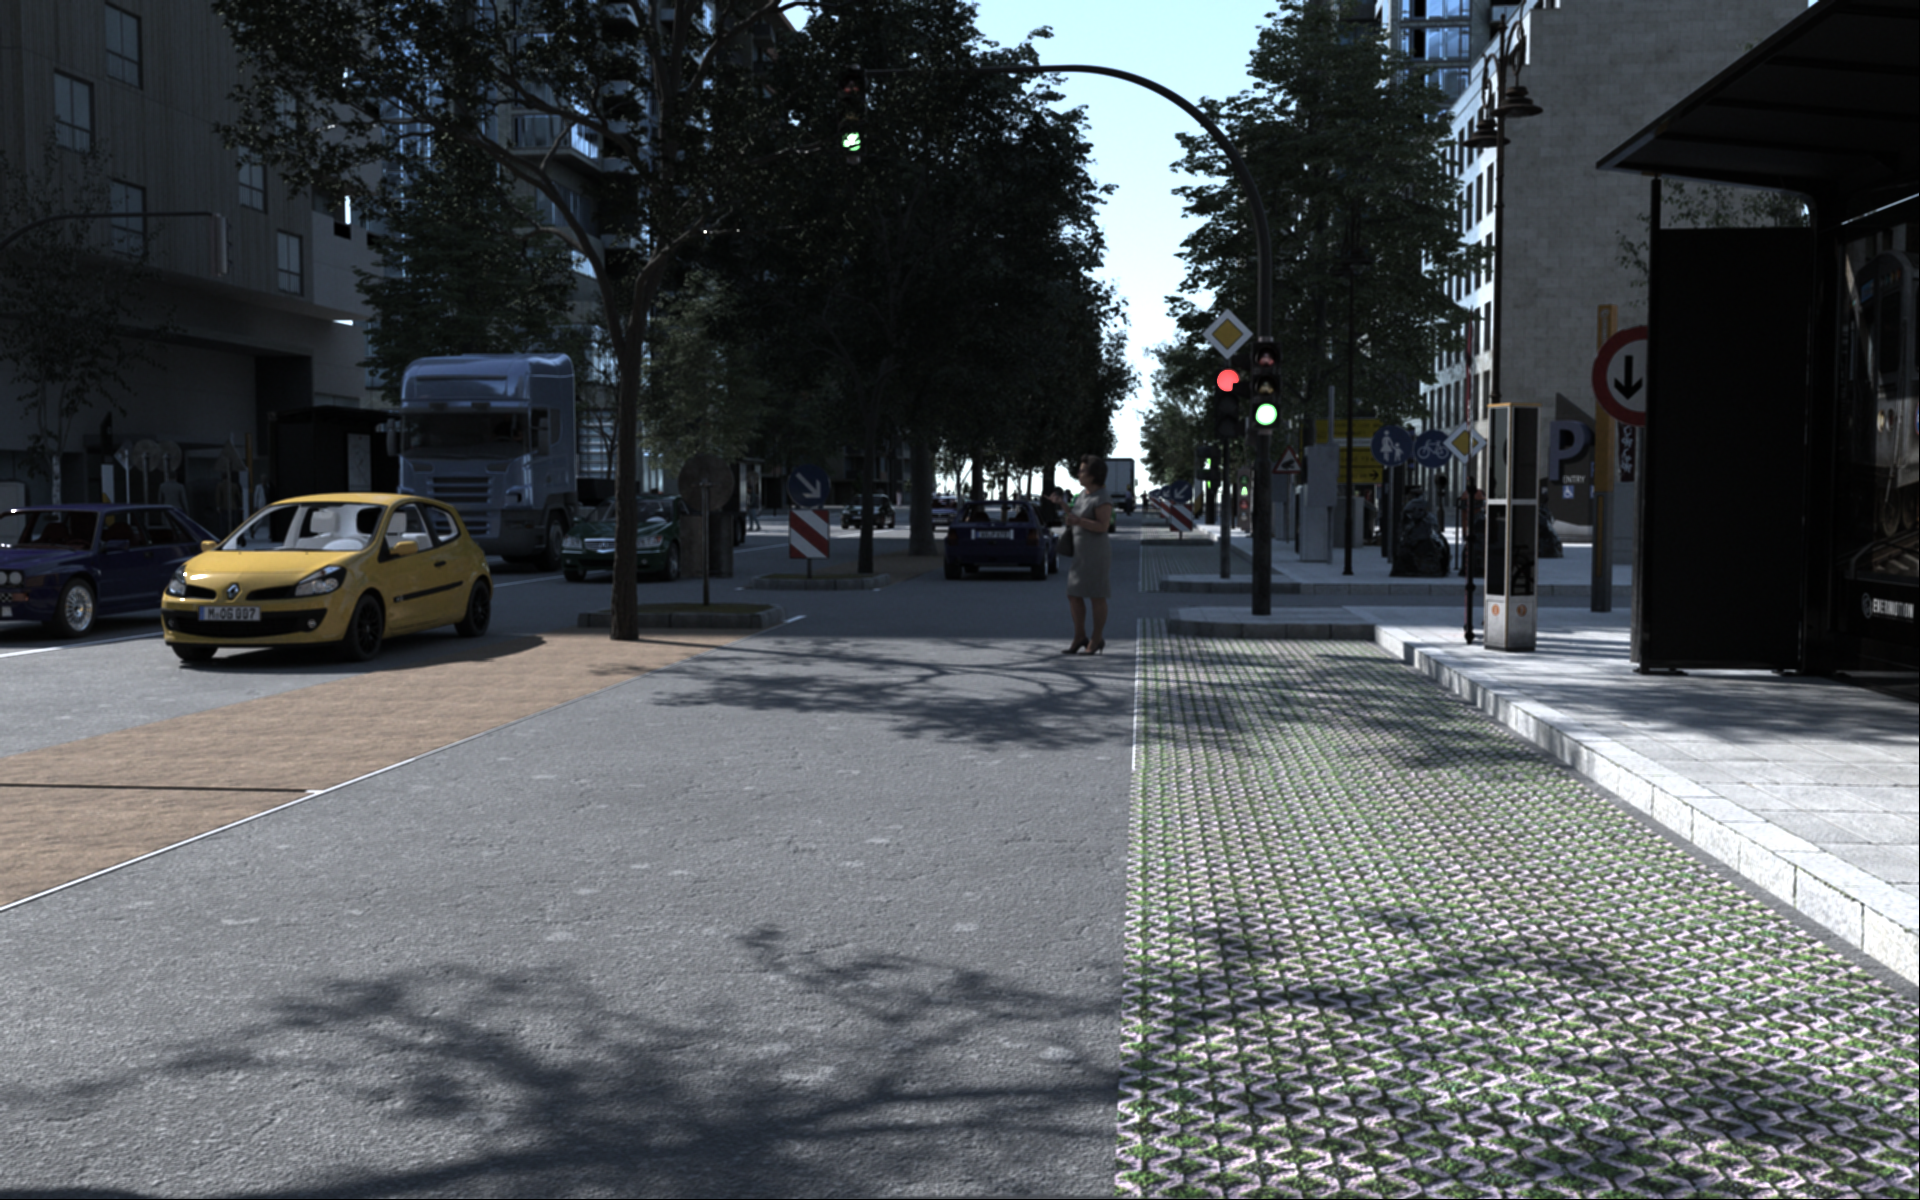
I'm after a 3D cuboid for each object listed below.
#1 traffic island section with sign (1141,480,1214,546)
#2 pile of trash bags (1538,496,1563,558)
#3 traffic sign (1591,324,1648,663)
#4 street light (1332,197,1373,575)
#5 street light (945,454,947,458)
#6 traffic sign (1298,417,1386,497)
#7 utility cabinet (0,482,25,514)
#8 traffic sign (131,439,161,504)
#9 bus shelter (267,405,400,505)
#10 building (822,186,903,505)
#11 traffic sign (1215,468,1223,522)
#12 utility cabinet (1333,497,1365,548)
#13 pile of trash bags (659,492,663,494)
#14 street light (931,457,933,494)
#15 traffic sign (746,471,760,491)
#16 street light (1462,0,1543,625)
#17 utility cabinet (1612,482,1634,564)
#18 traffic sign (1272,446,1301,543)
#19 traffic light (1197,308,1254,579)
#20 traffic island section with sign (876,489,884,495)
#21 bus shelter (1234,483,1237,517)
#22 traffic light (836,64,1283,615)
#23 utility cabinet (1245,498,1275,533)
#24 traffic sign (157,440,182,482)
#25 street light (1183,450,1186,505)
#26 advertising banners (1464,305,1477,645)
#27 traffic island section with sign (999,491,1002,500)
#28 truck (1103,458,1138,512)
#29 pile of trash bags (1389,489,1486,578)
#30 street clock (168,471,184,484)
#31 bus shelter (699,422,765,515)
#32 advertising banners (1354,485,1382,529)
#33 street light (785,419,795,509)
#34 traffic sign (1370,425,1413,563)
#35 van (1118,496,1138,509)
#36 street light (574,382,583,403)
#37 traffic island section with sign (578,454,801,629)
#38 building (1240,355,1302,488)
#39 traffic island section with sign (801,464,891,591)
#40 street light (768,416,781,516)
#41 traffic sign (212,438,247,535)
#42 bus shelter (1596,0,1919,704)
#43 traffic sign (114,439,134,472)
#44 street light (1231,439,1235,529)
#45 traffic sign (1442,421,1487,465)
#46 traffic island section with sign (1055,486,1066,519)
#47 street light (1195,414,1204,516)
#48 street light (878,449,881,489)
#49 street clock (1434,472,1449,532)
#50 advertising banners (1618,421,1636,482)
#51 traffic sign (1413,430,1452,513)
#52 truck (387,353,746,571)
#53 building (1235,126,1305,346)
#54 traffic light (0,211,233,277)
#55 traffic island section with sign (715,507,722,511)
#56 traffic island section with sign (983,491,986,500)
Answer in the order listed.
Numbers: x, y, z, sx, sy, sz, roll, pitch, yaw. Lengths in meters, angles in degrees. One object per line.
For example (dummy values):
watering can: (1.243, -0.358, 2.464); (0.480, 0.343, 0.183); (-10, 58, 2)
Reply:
traffic island section with sign: (6.084, -2.446, 48.627); (1.989, 1.847, 2.006); (0, 4, 6)
pile of trash bags: (11.983, -1.571, 35.435); (3.447, 1.369, 1.912); (2, 4, 27)
traffic sign: (5.148, -0.796, 13.117); (0.768, 2.556, 0.104); (0, 4, 8)
street light: (6.161, -3.336, 27.327); (0.468, 5.910, 1.993); (0, 4, 6)
street light: (-1.520, -13.143, 187.669); (0.468, 5.910, 1.993); (0, 4, 6)
traffic sign: (10.143, -3.195, 46.111); (2.265, 3.308, 0.079); (1, 4, 10)
utility cabinet: (-18.241, -1.462, 32.580); (1.173, 1.500, 0.318); (0, 4, -3)
traffic sign: (-18.772, -2.436, 39.941); (0.768, 2.556, 0.104); (1, 4, 12)
bus shelter: (-17.217, -3.521, 48.850); (1.731, 3.624, 6.357); (0, 4, 6)
building: (-18.999, -34.044, 211.243); (22.147, 44.769, 28.867); (0, 4, 6)
traffic sign: (11.966, -4.935, 80.794); (0.768, 2.556, 0.104); (1, 4, 10)
utility cabinet: (9.246, -1.853, 41.461); (0.306, 1.237, 1.020); (-1, 4, -22)
pile of trash bags: (-14.385, -4.553, 84.189); (1.912, 1.369, 3.447); (-1, 4, -19)
street light: (-2.791, -12.416, 175.787); (0.468, 5.910, 1.993); (0, 4, 6)
traffic sign: (-11.298, -5.767, 94.390); (0.768, 2.556, 0.104); (0, 4, 6)
street light: (5.223, -2.694, 16.841); (0.468, 5.910, 1.993); (0, 4, 6)
utility cabinet: (12.289, -1.397, 31.519); (1.173, 1.500, 0.318); (3, 5, 39)
traffic sign: (8.518, -2.748, 44.935); (0.884, 2.594, 0.081); (0, 4, 7)
traffic light: (4.021, -2.284, 26.269); (0.839, 4.253, 0.868); (0, 4, 6)
traffic island section with sign: (-5.912, -7.271, 127.514); (1.989, 1.847, 2.006); (0, 4, 6)
bus shelter: (15.454, -6.289, 94.110); (1.731, 3.624, 6.357); (0, 4, 6)
traffic light: (1.092, -2.675, 18.406); (4.771, 5.953, 1.251); (0, 4, 6)
utility cabinet: (9.914, -2.805, 57.021); (1.020, 1.237, 0.306); (1, 4, 14)
traffic sign: (-18.791, -2.504, 41.041); (0.768, 2.556, 0.104); (1, 4, 10)
street light: (18.267, -10.303, 141.244); (0.468, 5.910, 1.993); (0, 4, 6)
advertising banners: (4.594, -1.186, 15.583); (0.090, 3.025, 2.074); (1, 4, 16)
traffic island section with sign: (5.651, -13.962, 236.908); (1.989, 1.847, 2.006); (0, 4, 6)
truck: (12.799, -9.221, 139.676); (2.839, 4.237, 11.283); (0, 4, 7)
pile of trash bags: (8.075, -1.116, 27.992); (1.912, 1.369, 3.447); (2, 4, 24)
street clock: (-24.995, -3.100, 55.255); (0.471, 2.002, 0.358); (2, 4, 32)
bus shelter: (-13.100, -7.403, 98.671); (2.179, 5.291, 8.768); (0, 4, 6)
advertising banners: (15.009, -4.126, 63.650); (0.090, 3.025, 2.074); (-1, 4, -19)
street light: (-10.278, -8.085, 104.985); (0.468, 5.910, 1.993); (0, 4, 6)
traffic sign: (7.959, -1.951, 32.005); (0.768, 2.556, 0.104); (0, 4, 8)
van: (15.728, -9.525, 162.752); (2.013, 2.044, 4.112); (0, 4, 6)
street light: (-14.599, -5.656, 65.262); (0.468, 5.910, 1.993); (0, 4, 6)
traffic island section with sign: (-2.990, -0.685, 19.332); (2.006, 1.907, 1.989); (0, 4, 6)
building: (49.219, -22.659, 215.515); (27.650, 21.520, 28.899); (0, 4, 6)
traffic island section with sign: (-2.202, -1.135, 26.697); (2.006, 1.907, 1.989); (0, 4, 6)
street light: (-10.771, -7.816, 100.576); (0.468, 5.910, 1.993); (0, 4, 6)
traffic sign: (-17.007, -2.466, 40.321); (0.884, 2.594, 0.081); (1, 4, 9)
bus shelter: (5.040, -1.097, 9.218); (1.731, 3.624, 6.357); (0, 4, 6)
traffic sign: (-19.751, -2.532, 41.124); (0.795, 2.593, 0.064); (1, 4, 16)
street light: (10.045, -5.550, 63.538); (0.468, 5.910, 1.993); (0, 4, 6)
traffic sign: (9.065, -1.917, 31.075); (0.795, 2.593, 0.064); (1, 4, 11)
traffic island section with sign: (5.683, -5.706, 101.422); (2.006, 1.907, 1.989); (0, 4, 6)
street light: (13.770, -7.721, 99.033); (0.468, 5.910, 1.993); (0, 4, 6)
street light: (-6.491, -10.255, 140.460); (0.468, 5.910, 1.993); (0, 4, 6)
street clock: (16.116, -3.270, 58.033); (0.471, 2.002, 0.358); (-2, 4, -32)
advertising banners: (14.876, -2.503, 37.108); (0.090, 3.025, 2.074); (-2, 4, -27)
traffic sign: (9.358, -2.094, 34.336); (0.768, 2.556, 0.104); (1, 4, 10)
truck: (-8.014, -3.014, 39.040); (2.967, 4.110, 18.799); (0, 4, 5)
building: (52.908, -39.967, 242.694); (28.713, 52.752, 27.495); (0, 4, 6)
traffic light: (-14.240, -3.275, 28.210); (4.771, 5.953, 1.251); (0, 4, 6)
traffic island section with sign: (-11.128, -4.250, 78.119); (1.989, 1.847, 2.006); (0, 4, 6)
traffic island section with sign: (2.809, -12.322, 210.085); (1.989, 1.847, 2.006); (0, 4, 6)
